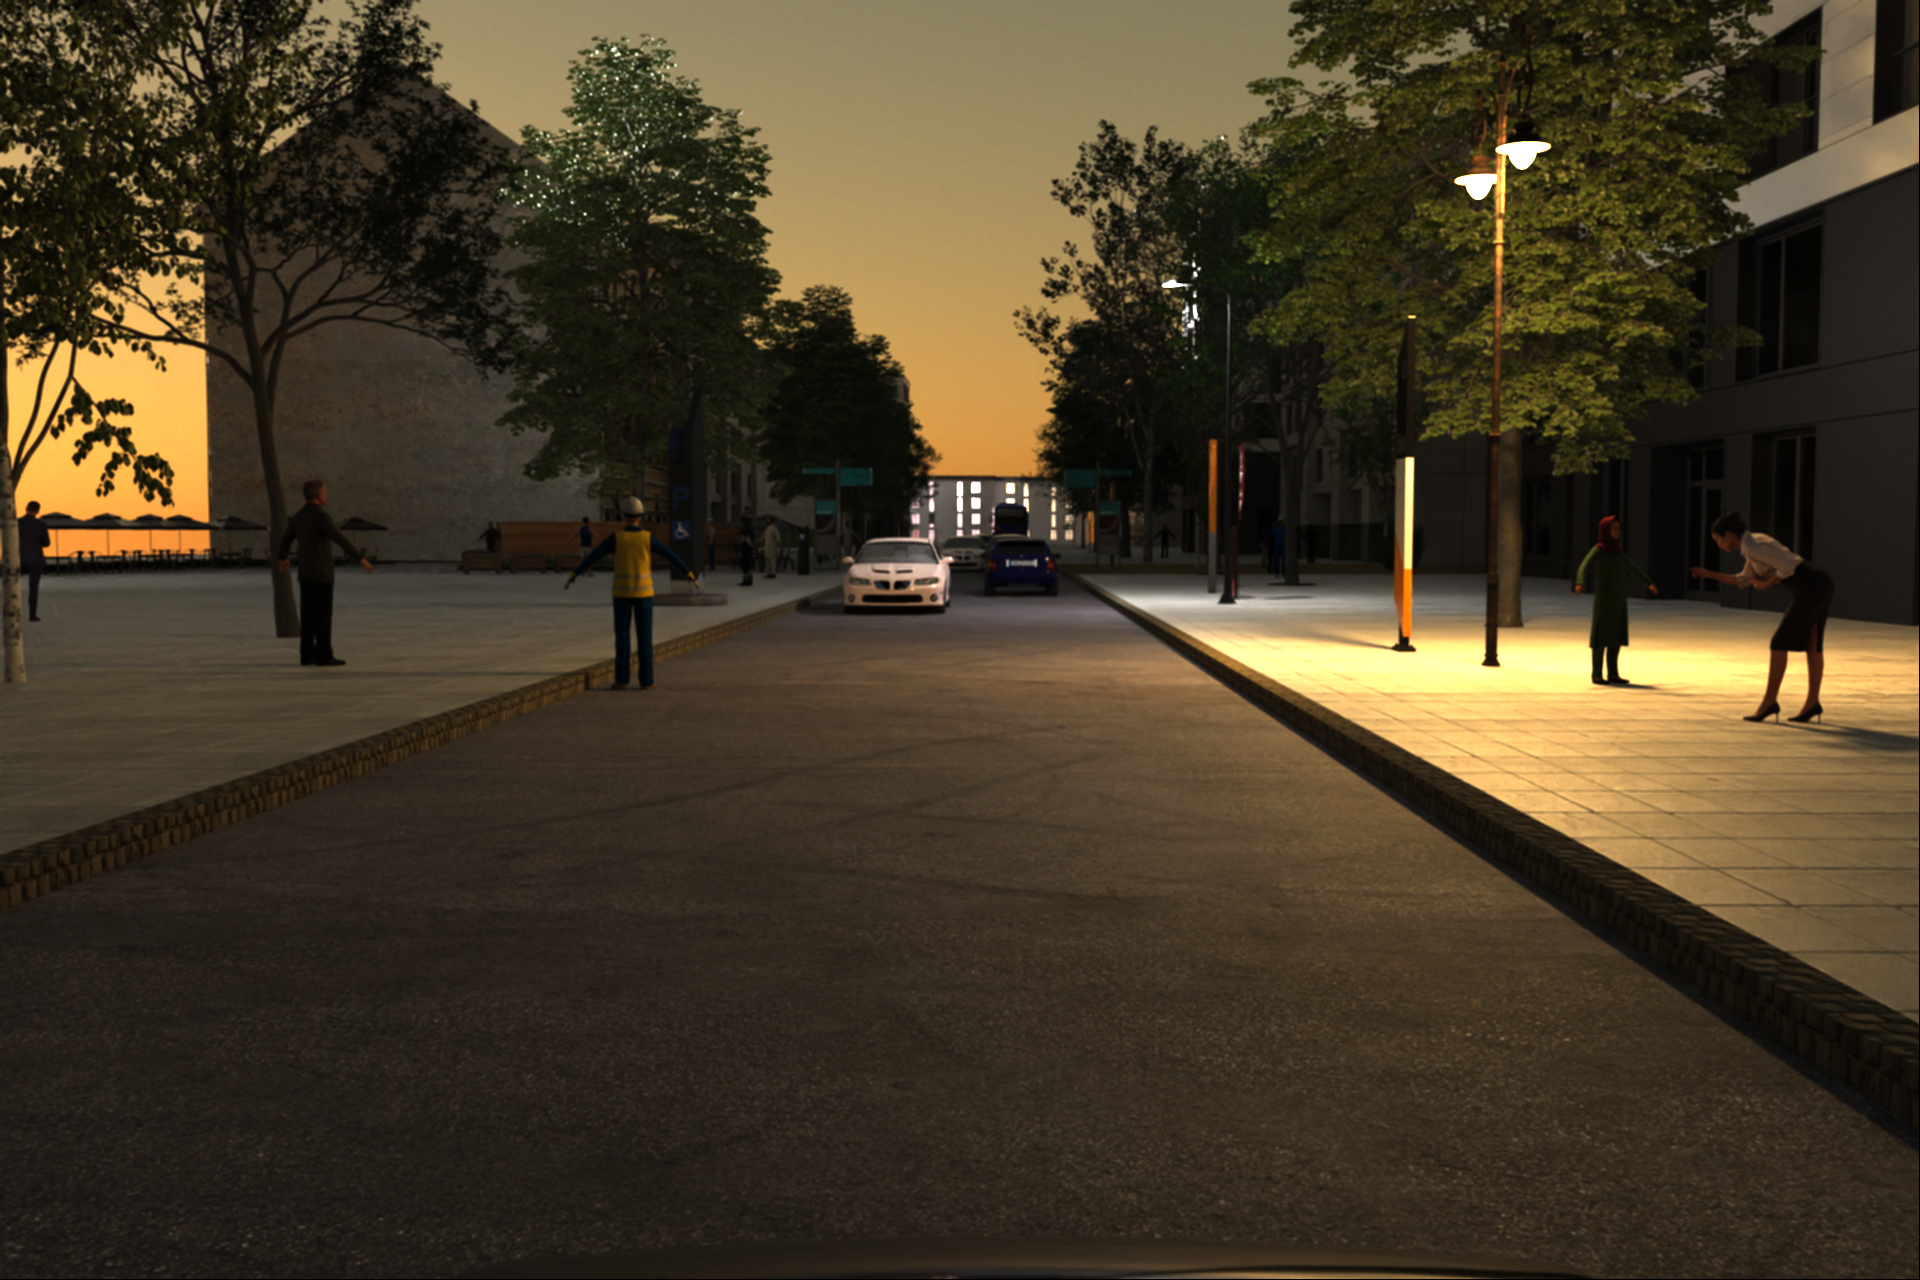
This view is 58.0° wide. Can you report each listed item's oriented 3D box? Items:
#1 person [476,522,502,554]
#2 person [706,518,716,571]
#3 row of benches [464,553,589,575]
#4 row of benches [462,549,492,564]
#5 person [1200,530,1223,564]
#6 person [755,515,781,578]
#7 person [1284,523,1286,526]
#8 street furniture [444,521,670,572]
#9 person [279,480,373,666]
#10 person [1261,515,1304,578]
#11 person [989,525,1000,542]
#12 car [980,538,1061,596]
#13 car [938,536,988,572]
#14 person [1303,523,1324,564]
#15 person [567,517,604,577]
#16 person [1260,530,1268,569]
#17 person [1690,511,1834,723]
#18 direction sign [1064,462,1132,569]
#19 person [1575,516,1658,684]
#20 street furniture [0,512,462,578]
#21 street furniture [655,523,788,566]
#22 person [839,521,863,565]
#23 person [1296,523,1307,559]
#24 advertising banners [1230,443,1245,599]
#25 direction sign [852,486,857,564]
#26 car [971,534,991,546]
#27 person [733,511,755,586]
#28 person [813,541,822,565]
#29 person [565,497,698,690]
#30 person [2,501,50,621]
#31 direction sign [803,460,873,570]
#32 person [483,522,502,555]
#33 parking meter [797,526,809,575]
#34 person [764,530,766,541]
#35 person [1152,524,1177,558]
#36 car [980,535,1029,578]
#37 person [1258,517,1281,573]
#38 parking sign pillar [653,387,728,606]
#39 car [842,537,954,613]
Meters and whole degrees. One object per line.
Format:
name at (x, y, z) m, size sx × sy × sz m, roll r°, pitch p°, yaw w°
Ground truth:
person at (-19.961, -4.126, 73.599) m, size 1.346 × 1.812 × 0.704 m, roll 2°, pitch 4°, yaw 26°
person at (-8.732, -3.349, 60.610) m, size 0.705 × 1.847 × 1.347 m, roll -1°, pitch 4°, yaw -13°
row of benches at (-13.983, -2.461, 55.702) m, size 4.104 × 0.672 × 1.422 m, roll -2°, pitch 4°, yaw -24°
row of benches at (-19.721, -3.380, 70.724) m, size 1.422 × 0.672 × 4.104 m, roll 0°, pitch 4°, yaw -7°
person at (10.679, -4.116, 74.099) m, size 1.217 × 1.733 × 0.721 m, roll 2°, pitch 4°, yaw 25°
person at (-5.511, -2.701, 50.252) m, size 0.704 × 1.819 × 1.344 m, roll -3°, pitch 4°, yaw -36°
person at (17.297, -5.280, 92.103) m, size 0.705 × 1.856 × 1.354 m, roll 3°, pitch 4°, yaw 38°
street furniture at (-14.997, -3.412, 62.640) m, size 9.812 × 1.723 × 11.010 m, roll 1°, pitch 4°, yaw 12°
person at (-6.261, -0.656, 16.910) m, size 1.348 × 1.807 × 0.705 m, roll 2°, pitch 4°, yaw 32°
person at (9.495, -2.770, 51.164) m, size 1.347 × 1.842 × 0.705 m, roll 2°, pitch 4°, yaw 34°
person at (1.540, -3.825, 71.268) m, size 0.705 × 1.796 × 1.348 m, roll 2°, pitch 4°, yaw 35°
car at (1.447, -1.753, 41.239) m, size 1.945 × 1.354 × 3.894 m, roll 0°, pitch 4°, yaw 1°
car at (0.174, -3.320, 66.650) m, size 2.083 × 1.381 × 4.827 m, roll 0°, pitch 4°, yaw 1°
person at (15.358, -4.200, 75.386) m, size 0.721 × 1.740 × 1.216 m, roll -2°, pitch 4°, yaw -35°
person at (-11.253, -2.816, 52.208) m, size 1.345 × 1.807 × 0.704 m, roll 1°, pitch 4°, yaw 11°
person at (11.325, -3.348, 64.006) m, size 0.599 × 1.433 × 0.991 m, roll -1°, pitch 4°, yaw -19°
person at (5.522, -0.161, 11.865) m, size 0.799 × 1.438 × 0.628 m, roll 0°, pitch 4°, yaw -4°
direction sign at (5.090, -4.574, 63.548) m, size 2.525 × 3.948 × 1.411 m, roll 0°, pitch 3°, yaw 0°
person at (5.594, -0.342, 14.799) m, size 0.989 × 1.438 × 0.599 m, roll -2°, pitch 4°, yaw -30°
street furniture at (-30.323, -3.645, 64.629) m, size 14.083 × 1.986 × 27.439 m, roll 1°, pitch 4°, yaw 15°
street furniture at (-12.941, -4.127, 74.324) m, size 11.010 × 1.723 × 9.812 m, roll 0°, pitch 4°, yaw -8°
person at (-4.584, -3.967, 71.053) m, size 1.347 × 1.806 × 0.705 m, roll -2°, pitch 4°, yaw -35°
person at (17.612, -5.165, 90.223) m, size 1.354 × 1.858 × 0.705 m, roll -3°, pitch 5°, yaw -44°
advertising banners at (5.441, -2.330, 34.282) m, size 0.090 × 3.025 × 2.074 m, roll 0°, pitch 4°, yaw 1°
direction sign at (-4.481, -5.064, 74.797) m, size 0.379 × 3.537 × 0.876 m, roll 0°, pitch 4°, yaw 1°
car at (1.265, -5.636, 104.155) m, size 2.014 × 1.417 × 4.499 m, roll 0°, pitch 4°, yaw 1°
person at (-5.330, -2.273, 43.031) m, size 0.704 × 1.845 × 1.351 m, roll 1°, pitch 4°, yaw 9°
person at (-5.917, -4.043, 72.222) m, size 0.704 × 1.817 × 1.347 m, roll -1°, pitch 4°, yaw -12°
person at (-3.028, -0.434, 16.012) m, size 1.216 × 1.772 × 0.721 m, roll -1°, pitch 4°, yaw -14°
person at (-13.780, -1.166, 25.548) m, size 0.683 × 1.767 × 0.568 m, roll -1°, pitch 4°, yaw -21°
direction sign at (-4.351, -4.520, 62.656) m, size 2.525 × 3.948 × 1.411 m, roll 0°, pitch 4°, yaw 3°
person at (-20.413, -4.297, 76.530) m, size 1.348 × 1.796 × 0.705 m, roll 0°, pitch 4°, yaw 5°
parking meter at (-4.936, -2.821, 54.541) m, size 0.372 × 1.533 × 0.369 m, roll 0°, pitch 3°, yaw 0°
person at (-8.993, -4.627, 81.775) m, size 0.705 × 1.813 × 1.348 m, roll 1°, pitch 4°, yaw 17°
person at (10.995, -5.310, 93.011) m, size 1.347 × 1.806 × 0.705 m, roll 0°, pitch 4°, yaw -5°
car at (1.676, -2.790, 57.624) m, size 2.014 × 1.417 × 4.499 m, roll 0°, pitch 4°, yaw 1°
person at (10.409, -3.150, 57.435) m, size 1.347 × 1.837 × 0.705 m, roll 3°, pitch 5°, yaw 44°
parking sign pillar at (-4.933, -2.619, 31.287) m, size 1.447 × 3.967 × 1.447 m, roll 0°, pitch 4°, yaw 0°
car at (-1.145, -1.250, 32.797) m, size 2.083 × 1.381 × 4.827 m, roll 0°, pitch 4°, yaw 1°
